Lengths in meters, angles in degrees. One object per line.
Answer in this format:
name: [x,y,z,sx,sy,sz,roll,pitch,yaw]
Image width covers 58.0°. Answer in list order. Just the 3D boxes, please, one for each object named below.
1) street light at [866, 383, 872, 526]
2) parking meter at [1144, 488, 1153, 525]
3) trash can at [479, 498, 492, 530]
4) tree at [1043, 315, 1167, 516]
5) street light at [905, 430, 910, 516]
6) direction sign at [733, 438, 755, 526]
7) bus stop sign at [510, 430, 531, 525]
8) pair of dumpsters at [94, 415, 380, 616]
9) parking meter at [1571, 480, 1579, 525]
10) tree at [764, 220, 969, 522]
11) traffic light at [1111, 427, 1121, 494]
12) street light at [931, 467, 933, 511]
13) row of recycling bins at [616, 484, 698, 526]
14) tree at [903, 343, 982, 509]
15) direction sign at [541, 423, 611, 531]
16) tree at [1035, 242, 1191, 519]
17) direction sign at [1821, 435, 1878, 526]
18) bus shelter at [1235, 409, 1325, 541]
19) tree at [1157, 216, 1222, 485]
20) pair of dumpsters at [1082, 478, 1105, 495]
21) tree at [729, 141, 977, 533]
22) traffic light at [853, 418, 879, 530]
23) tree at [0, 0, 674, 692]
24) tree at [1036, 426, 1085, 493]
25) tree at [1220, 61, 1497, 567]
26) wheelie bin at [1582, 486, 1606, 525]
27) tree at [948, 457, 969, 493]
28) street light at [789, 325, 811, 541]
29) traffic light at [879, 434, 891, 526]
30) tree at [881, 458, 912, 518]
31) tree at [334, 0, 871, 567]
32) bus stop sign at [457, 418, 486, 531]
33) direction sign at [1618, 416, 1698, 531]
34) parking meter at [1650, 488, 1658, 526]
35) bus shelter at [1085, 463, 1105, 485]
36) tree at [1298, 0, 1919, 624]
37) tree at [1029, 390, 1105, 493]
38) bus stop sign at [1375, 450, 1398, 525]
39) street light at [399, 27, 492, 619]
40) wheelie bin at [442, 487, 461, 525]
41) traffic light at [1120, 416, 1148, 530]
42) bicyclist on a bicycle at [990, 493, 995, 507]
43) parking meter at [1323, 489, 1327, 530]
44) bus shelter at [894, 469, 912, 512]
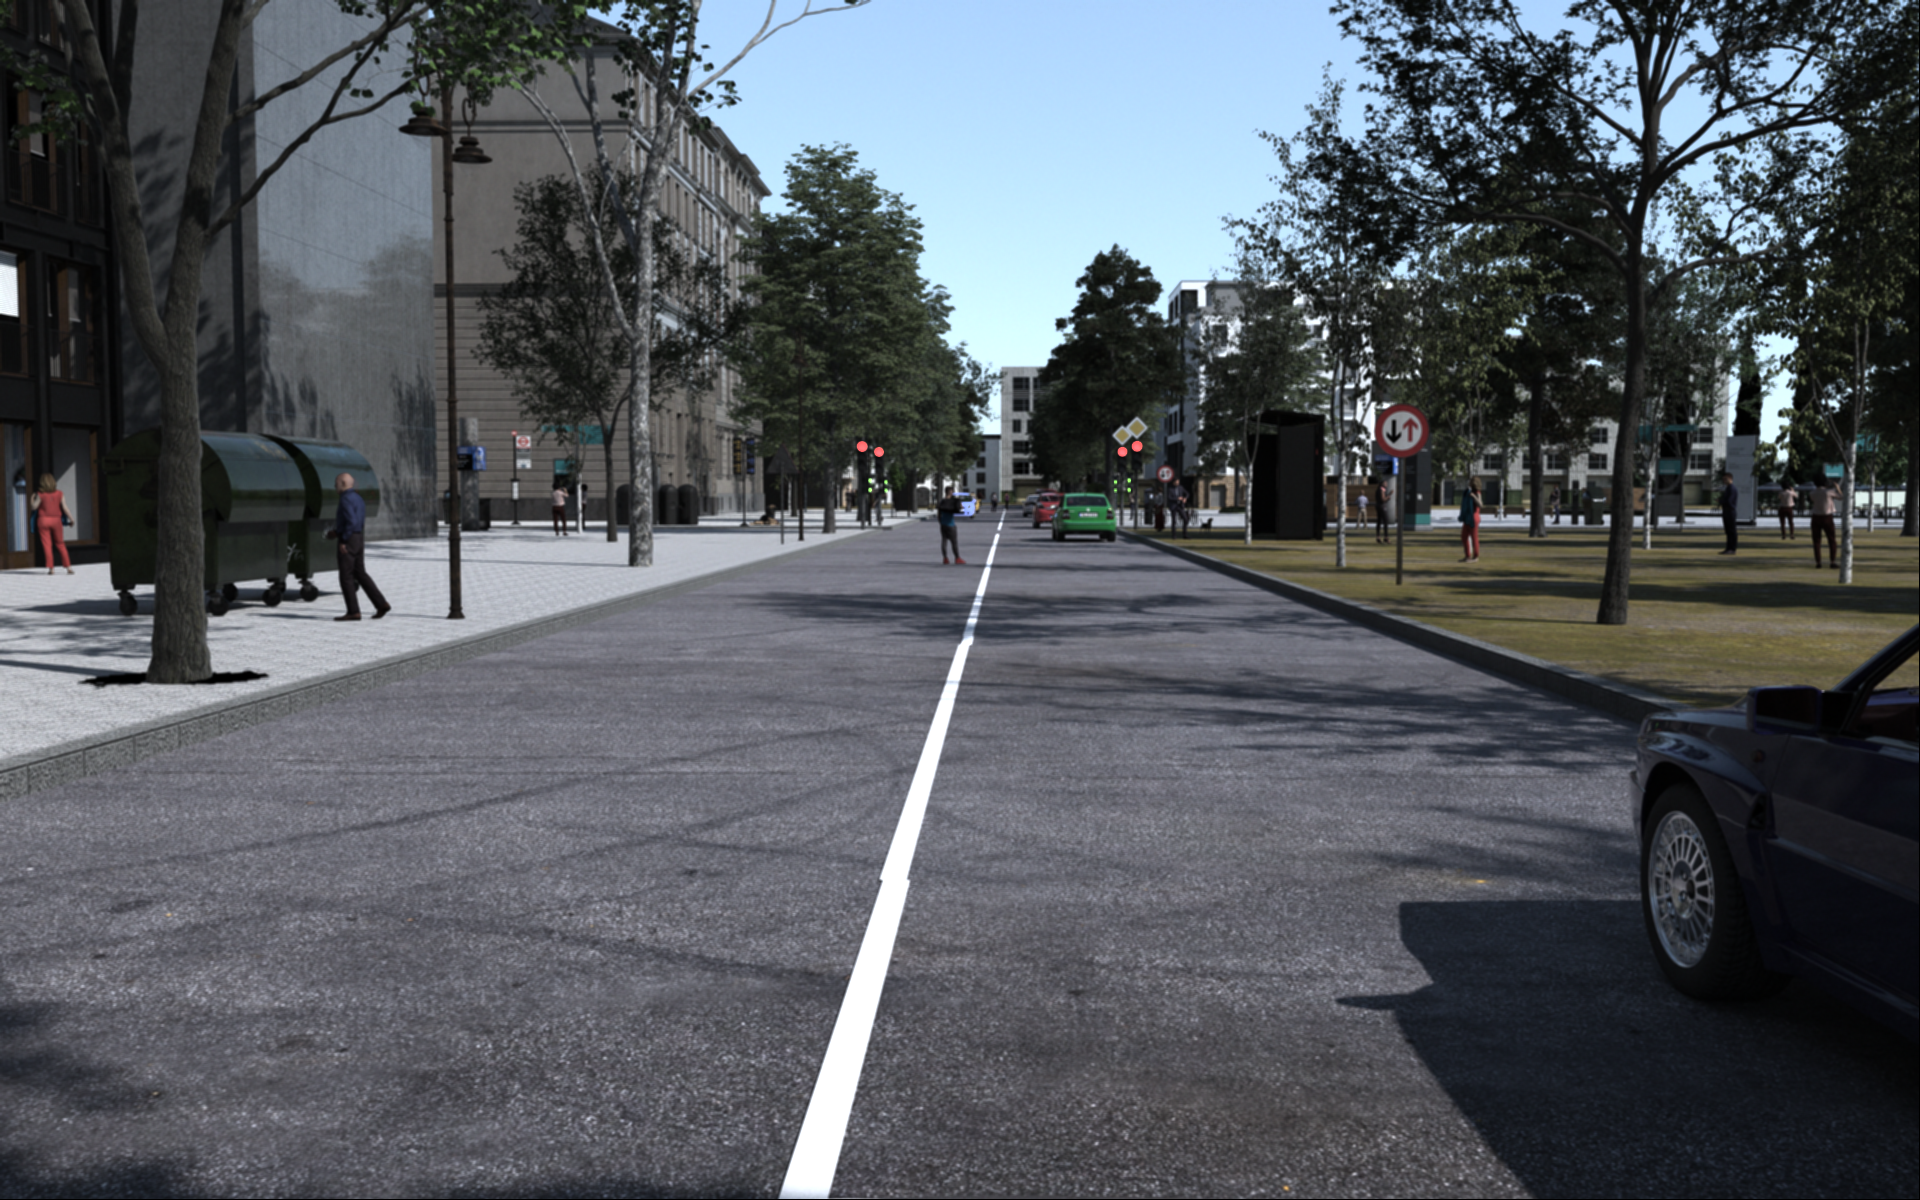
street light: [-3.679,-5.974,70.455,0.468,5.910,1.993,0,4,2]
parking meter: [7.952,-3.950,72.994,0.372,1.533,0.369,0,3,0]
trash can: [-16.931,-3.035,61.282,0.748,1.137,0.748,0,3,0]
tree: [8.769,-11.209,101.400,7.486,12.596,7.792,0,3,0]
street light: [-2.945,-7.741,99.356,0.468,5.910,1.993,0,4,2]
direction sign: [-8.666,-4.740,69.499,0.876,3.537,0.379,-1,4,-11]
bus stop sign: [-18.403,-5.126,72.513,0.855,3.939,0.416,-1,4,-20]
pair of dumpsters: [-8.263,-1.078,20.117,1.574,2.255,4.436,0,4,2]
parking meter: [25.826,-4.097,72.702,0.255,1.863,0.399,1,4,16]
tree: [-4.426,-10.641,80.631,9.857,13.997,8.962,0,3,0]
traffic light: [6.519,-4.935,69.937,0.839,4.213,0.868,0,4,2]
street light: [-2.072,-9.509,128.253,0.468,5.910,1.993,0,4,2]
row of recycling bins: [-12.408,-3.922,71.232,3.534,1.692,1.069,-2,4,-35]
tree: [-1.494,-14.516,144.767,7.806,13.903,7.818,0,3,0]
direction sign: [-13.196,-4.391,60.552,2.525,3.948,1.411,0,4,7]
tree: [7.788,-11.042,87.959,7.806,13.903,7.818,0,3,0]
direction sign: [35.421,-4.959,69.846,2.525,3.948,1.411,0,4,3]
bus shelter: [9.313,-3.632,50.674,1.731,3.624,6.357,0,4,1]
tree: [7.301,-5.742,44.243,4.360,8.622,3.978,0,3,0]
pair of dumpsters: [8.545,-6.528,109.232,1.574,2.255,4.436,0,4,2]
tree: [-3.913,-8.458,56.414,7.486,12.596,7.792,0,3,0]
traffic light: [-3.468,-4.463,62.218,0.839,4.213,0.868,0,4,2]
tree: [-5.319,-5.235,11.340,9.928,11.665,9.643,0,3,0]
tree: [11.688,-16.934,198.929,6.751,12.117,7.091,0,3,0]
tree: [6.976,-4.893,30.357,4.360,8.622,3.978,0,3,0]
wheelie bin: [26.005,-3.869,71.168,0.980,1.594,0.693,-1,4,-14]
tree: [-0.365,-15.675,206.647,4.737,8.622,4.395,0,3,0]
street light: [-4.377,-4.574,47.566,0.468,5.910,1.993,0,4,2]
traffic light: [-3.239,-4.951,70.200,0.839,4.213,0.868,0,4,2]
tree: [-3.596,-6.038,93.330,1.663,3.219,1.824,0,3,0]
tree: [-6.084,-10.744,31.559,12.611,20.169,13.585,0,3,0]
bus stop sign: [-16.958,-4.332,59.846,0.837,3.901,0.837,1,4,17]
direction sign: [23.761,-4.304,59.127,2.525,3.948,1.411,2,4,24]
parking meter: [28.353,-3.815,70.789,0.372,1.533,0.369,0,3,0]
bus shelter: [9.964,-8.314,127.217,1.731,3.624,6.357,0,4,2]
tree: [6.763,-5.031,16.672,7.601,10.594,8.767,1,4,17]
tree: [9.420,-12.803,143.747,8.767,10.594,7.601,1,4,17]
bus stop sign: [17.846,-5.083,72.128,0.837,3.901,0.837,3,5,42]
street light: [-5.195,-2.745,17.674,0.468,5.910,1.993,0,4,2]
wheelie bin: [-21.356,-3.968,72.788,0.693,1.594,0.980,-2,4,-34]
traffic light: [6.290,-4.447,61.955,0.839,4.213,0.868,0,4,2]
bicyclist on a bicycle: [3.439,-10.418,180.358,1.499,1.676,1.625,0,4,2]
parking meter: [12.880,-3.257,61.659,0.372,1.533,0.369,0,3,0]
bus shelter: [-3.882,-8.476,129.872,1.731,3.624,6.357,0,4,1]
